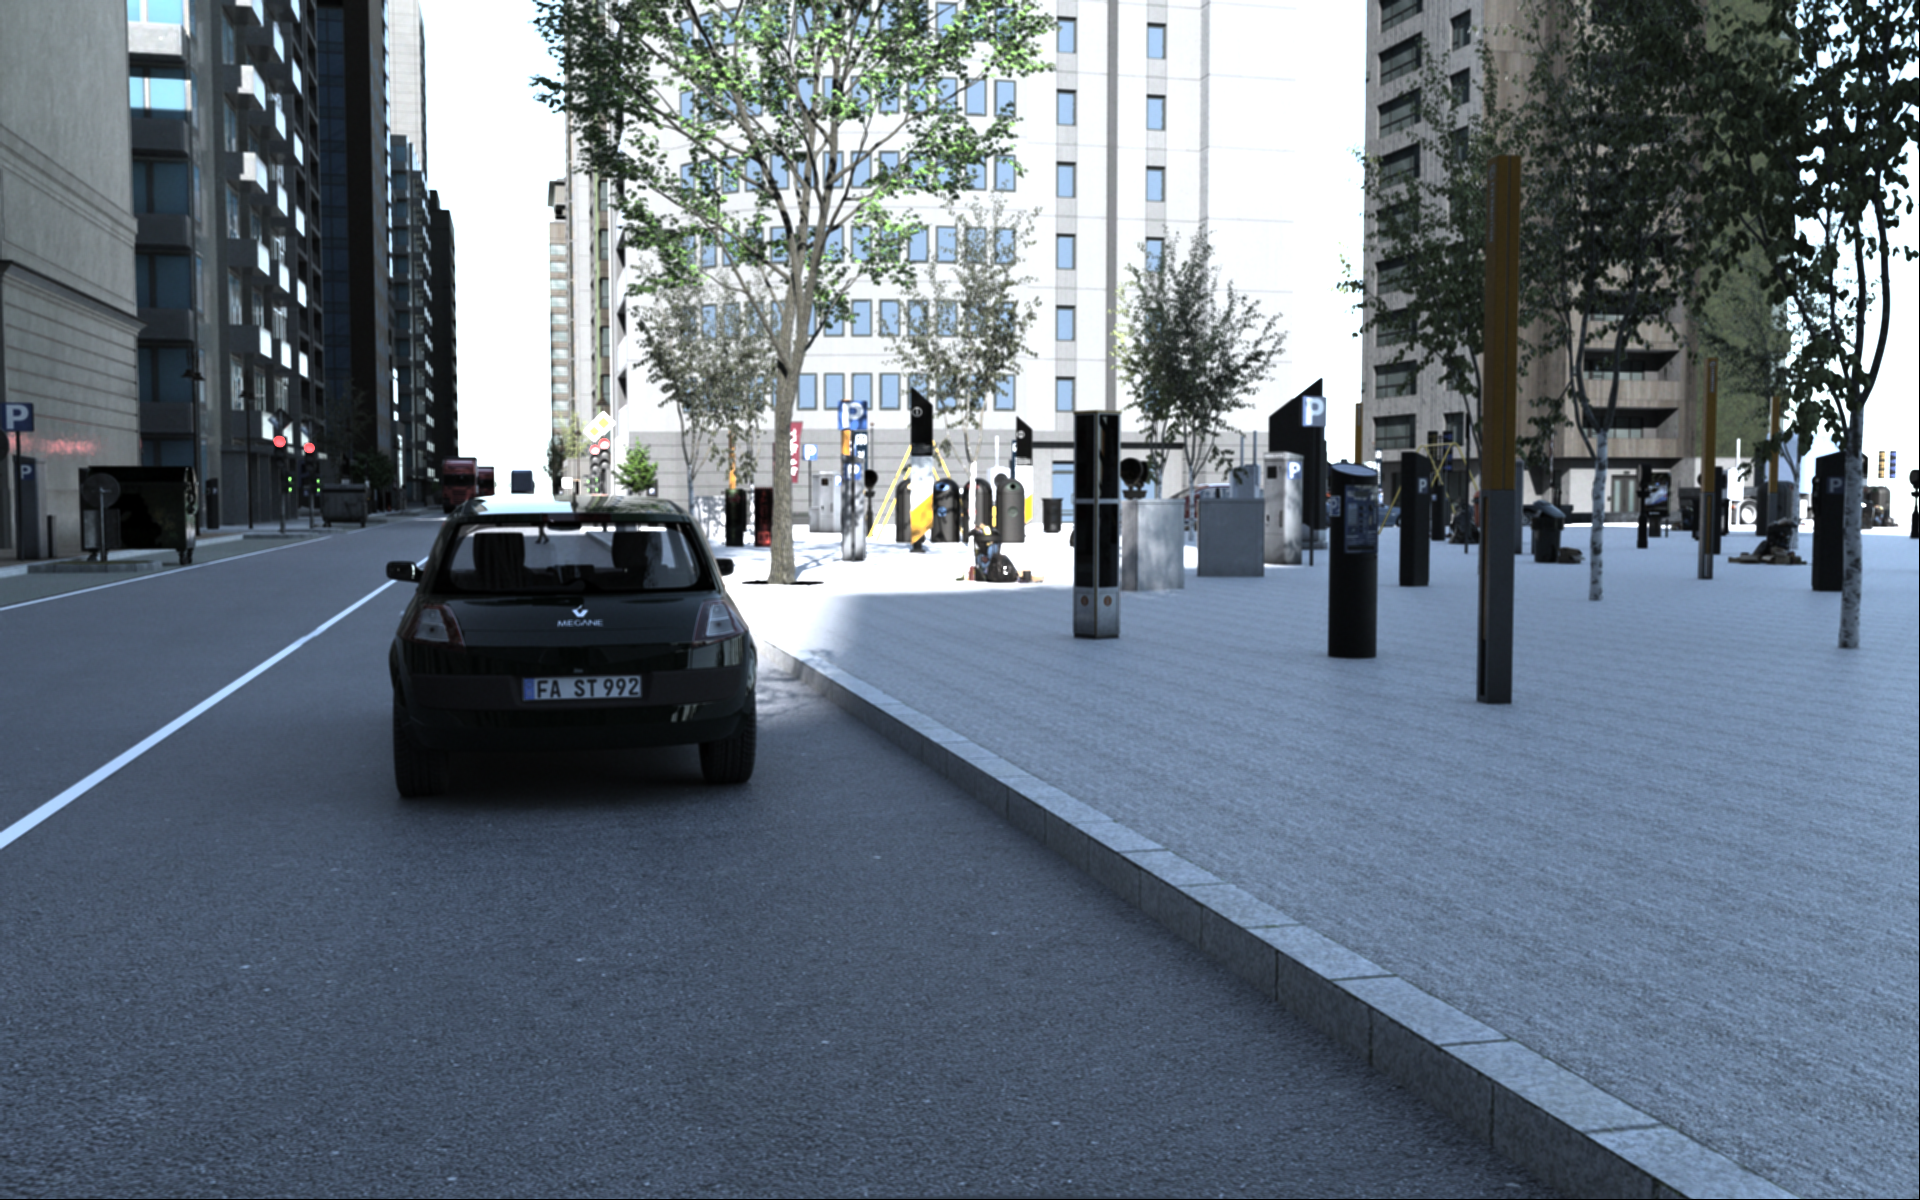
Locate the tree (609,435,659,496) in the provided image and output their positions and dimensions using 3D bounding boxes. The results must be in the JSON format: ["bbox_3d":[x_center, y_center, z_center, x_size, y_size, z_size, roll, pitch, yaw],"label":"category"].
[{"bbox_3d":[-10.762,-3.836,57.327,1.663,3.219,1.824,0,3,0],"label":"tree"}]

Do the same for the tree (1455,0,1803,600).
[{"bbox_3d":[7.872,-4.311,20.845,4.360,8.622,3.978,0,3,0],"label":"tree"}]

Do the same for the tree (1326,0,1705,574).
[{"bbox_3d":[8.131,-4.708,27.335,4.737,8.622,4.395,0,3,0],"label":"tree"}]

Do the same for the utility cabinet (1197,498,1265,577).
[{"bbox_3d":[4.216,-0.969,27.000,1.020,1.237,0.306,0,4,4],"label":"utility cabinet"}]

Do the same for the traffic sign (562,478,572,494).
[{"bbox_3d":[-25.147,-6.651,110.869,0.606,2.300,0.079,-1,4,-11],"label":"traffic sign"}]

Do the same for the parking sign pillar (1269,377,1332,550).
[{"bbox_3d":[7.898,-3.183,40.517,1.447,3.967,1.447,2,4,35],"label":"parking sign pillar"}]

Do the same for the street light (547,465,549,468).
[{"bbox_3d":[-50.485,-14.719,213.444,0.468,5.910,1.993,-1,4,-14],"label":"street light"}]

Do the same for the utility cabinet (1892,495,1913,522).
[{"bbox_3d":[44.126,-4.277,81.088,1.020,1.237,0.306,-2,4,-24],"label":"utility cabinet"}]

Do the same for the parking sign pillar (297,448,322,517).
[{"bbox_3d":[-37.018,-6.722,98.379,1.447,3.967,1.447,1,4,21],"label":"parking sign pillar"}]

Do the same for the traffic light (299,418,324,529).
[{"bbox_3d":[-24.012,-4.599,64.119,0.839,4.253,0.868,-1,4,-14],"label":"traffic light"}]

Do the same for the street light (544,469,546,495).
[{"bbox_3d":[-53.179,-15.372,224.111,0.468,5.910,1.993,-1,4,-14],"label":"street light"}]

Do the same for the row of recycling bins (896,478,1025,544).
[{"bbox_3d":[-0.001,-2.355,45.614,3.534,1.692,1.069,1,4,13],"label":"row of recycling bins"}]

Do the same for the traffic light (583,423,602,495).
[{"bbox_3d":[-14.064,-4.753,66.628,0.839,4.253,0.868,-1,4,-14],"label":"traffic light"}]

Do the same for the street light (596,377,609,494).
[{"bbox_3d":[-14.108,-5.842,68.307,0.468,5.910,1.993,-1,4,-14],"label":"street light"}]

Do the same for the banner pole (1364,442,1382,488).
[{"bbox_3d":[19.937,-5.686,82.989,0.863,3.779,0.401,-3,4,-36],"label":"banner pole"}]

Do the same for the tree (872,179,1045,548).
[{"bbox_3d":[0.197,-5.540,40.939,4.360,8.622,3.978,0,3,0],"label":"tree"}]

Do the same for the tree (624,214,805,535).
[{"bbox_3d":[-7.006,-5.834,45.755,4.360,8.622,3.978,0,3,0],"label":"tree"}]

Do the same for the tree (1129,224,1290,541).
[{"bbox_3d":[6.480,-5.917,47.111,4.360,8.622,3.978,0,3,0],"label":"tree"}]

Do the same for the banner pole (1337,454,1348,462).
[{"bbox_3d":[23.680,-7.191,107.588,0.863,3.779,0.401,0,4,-1],"label":"banner pole"}]

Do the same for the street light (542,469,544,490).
[{"bbox_3d":[-62.043,-17.505,258.988,0.468,5.910,1.993,-1,4,-14],"label":"street light"}]

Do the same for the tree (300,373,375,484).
[{"bbox_3d":[-37.401,-9.412,104.240,4.360,8.622,3.978,0,3,0],"label":"tree"}]

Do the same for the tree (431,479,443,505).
[{"bbox_3d":[-65.783,-13.613,217.172,1.663,3.219,1.824,0,3,0],"label":"tree"}]

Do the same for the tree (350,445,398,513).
[{"bbox_3d":[-39.338,-8.089,115.967,4.285,4.588,4.351,0,3,0],"label":"tree"}]

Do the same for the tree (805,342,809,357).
[{"bbox_3d":[-6.670,-6.309,53.512,4.360,8.622,3.978,0,3,0],"label":"tree"}]

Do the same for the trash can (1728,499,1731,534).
[{"bbox_3d":[23.399,-2.555,53.427,0.748,1.137,0.748,0,3,0],"label":"trash can"}]

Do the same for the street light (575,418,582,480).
[{"bbox_3d":[-22.745,-7.979,103.240,0.468,5.910,1.993,-1,4,-14],"label":"street light"}]

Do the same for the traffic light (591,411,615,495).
[{"bbox_3d":[-12.116,-4.279,58.883,0.839,4.253,0.868,-1,4,-14],"label":"traffic light"}]

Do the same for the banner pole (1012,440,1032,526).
[{"bbox_3d":[2.514,-4.930,70.627,0.863,3.779,0.401,1,4,10],"label":"banner pole"}]

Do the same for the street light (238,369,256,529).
[{"bbox_3d":[-26.204,-5.568,63.823,0.468,5.910,1.993,-1,4,-14],"label":"street light"}]

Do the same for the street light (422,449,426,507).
[{"bbox_3d":[-53.836,-12.320,174.218,0.468,5.910,1.993,-1,4,-14],"label":"street light"}]

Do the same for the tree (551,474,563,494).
[{"bbox_3d":[-35.373,-9.757,154.126,1.663,3.219,1.824,0,3,0],"label":"tree"}]

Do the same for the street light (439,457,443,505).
[{"bbox_3d":[-62.580,-14.455,209.125,0.468,5.910,1.993,-1,4,-14],"label":"street light"}]

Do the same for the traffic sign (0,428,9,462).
[{"bbox_3d":[-17.493,-1.899,31.148,0.768,2.556,0.104,-1,4,-8],"label":"traffic sign"}]

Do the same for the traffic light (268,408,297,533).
[{"bbox_3d":[-22.065,-4.126,56.374,0.839,4.253,0.868,-1,4,-14],"label":"traffic light"}]

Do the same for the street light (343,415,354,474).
[{"bbox_3d":[-34.887,-7.715,98.920,0.468,5.910,1.993,-1,4,-14],"label":"street light"}]

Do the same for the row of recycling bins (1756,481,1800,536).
[{"bbox_3d":[25.452,-2.866,53.965,1.069,1.692,3.534,2,4,33],"label":"row of recycling bins"}]

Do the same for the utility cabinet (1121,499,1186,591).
[{"bbox_3d":[2.591,-0.741,23.273,1.020,1.237,0.306,-3,5,-44],"label":"utility cabinet"}]

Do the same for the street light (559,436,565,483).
[{"bbox_3d":[-33.012,-10.449,143.626,0.468,5.910,1.993,-1,4,-14],"label":"street light"}]

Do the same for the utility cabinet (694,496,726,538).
[{"bbox_3d":[-7.377,-2.416,50.661,1.020,1.237,0.306,-1,4,-16],"label":"utility cabinet"}]

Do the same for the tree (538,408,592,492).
[{"bbox_3d":[-33.391,-12.068,147.679,4.737,8.622,4.395,0,3,0],"label":"tree"}]

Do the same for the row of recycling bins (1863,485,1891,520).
[{"bbox_3d":[44.184,-4.721,84.295,1.069,1.692,3.534,0,4,3],"label":"row of recycling bins"}]

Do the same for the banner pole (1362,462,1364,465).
[{"bbox_3d":[22.737,-6.561,97.297,0.401,3.779,0.863,3,5,41],"label":"banner pole"}]

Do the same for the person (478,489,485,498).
[{"bbox_3d":[-34.077,-7.015,123.363,0.590,1.801,0.661,-1,4,-18],"label":"person"}]

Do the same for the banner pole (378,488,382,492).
[{"bbox_3d":[-43.385,-8.532,129.514,0.863,3.779,0.401,2,4,33],"label":"banner pole"}]

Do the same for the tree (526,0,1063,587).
[{"bbox_3d":[-2.361,-6.026,24.274,9.928,11.665,9.643,0,3,0],"label":"tree"}]

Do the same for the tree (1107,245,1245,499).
[{"bbox_3d":[6.233,-6.236,52.321,4.737,8.622,4.395,0,3,0],"label":"tree"}]

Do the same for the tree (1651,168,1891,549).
[{"bbox_3d":[19.331,-5.502,40.319,4.360,8.622,3.978,0,3,0],"label":"tree"}]

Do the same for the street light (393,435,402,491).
[{"bbox_3d":[-44.823,-10.135,138.500,0.468,5.910,1.993,-1,4,-14],"label":"street light"}]

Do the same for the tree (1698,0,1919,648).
[{"bbox_3d":[7.204,-3.910,14.290,4.737,8.622,4.395,0,3,0],"label":"tree"}]

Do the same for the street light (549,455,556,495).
[{"bbox_3d":[-41.857,-12.582,178.508,0.468,5.910,1.993,-1,4,-14],"label":"street light"}]

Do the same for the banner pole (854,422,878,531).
[{"bbox_3d":[-3.295,-4.313,60.538,0.863,3.779,0.401,0,4,2],"label":"banner pole"}]

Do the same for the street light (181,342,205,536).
[{"bbox_3d":[-23.405,-4.906,52.996,0.468,5.910,1.993,-1,4,-14],"label":"street light"}]
